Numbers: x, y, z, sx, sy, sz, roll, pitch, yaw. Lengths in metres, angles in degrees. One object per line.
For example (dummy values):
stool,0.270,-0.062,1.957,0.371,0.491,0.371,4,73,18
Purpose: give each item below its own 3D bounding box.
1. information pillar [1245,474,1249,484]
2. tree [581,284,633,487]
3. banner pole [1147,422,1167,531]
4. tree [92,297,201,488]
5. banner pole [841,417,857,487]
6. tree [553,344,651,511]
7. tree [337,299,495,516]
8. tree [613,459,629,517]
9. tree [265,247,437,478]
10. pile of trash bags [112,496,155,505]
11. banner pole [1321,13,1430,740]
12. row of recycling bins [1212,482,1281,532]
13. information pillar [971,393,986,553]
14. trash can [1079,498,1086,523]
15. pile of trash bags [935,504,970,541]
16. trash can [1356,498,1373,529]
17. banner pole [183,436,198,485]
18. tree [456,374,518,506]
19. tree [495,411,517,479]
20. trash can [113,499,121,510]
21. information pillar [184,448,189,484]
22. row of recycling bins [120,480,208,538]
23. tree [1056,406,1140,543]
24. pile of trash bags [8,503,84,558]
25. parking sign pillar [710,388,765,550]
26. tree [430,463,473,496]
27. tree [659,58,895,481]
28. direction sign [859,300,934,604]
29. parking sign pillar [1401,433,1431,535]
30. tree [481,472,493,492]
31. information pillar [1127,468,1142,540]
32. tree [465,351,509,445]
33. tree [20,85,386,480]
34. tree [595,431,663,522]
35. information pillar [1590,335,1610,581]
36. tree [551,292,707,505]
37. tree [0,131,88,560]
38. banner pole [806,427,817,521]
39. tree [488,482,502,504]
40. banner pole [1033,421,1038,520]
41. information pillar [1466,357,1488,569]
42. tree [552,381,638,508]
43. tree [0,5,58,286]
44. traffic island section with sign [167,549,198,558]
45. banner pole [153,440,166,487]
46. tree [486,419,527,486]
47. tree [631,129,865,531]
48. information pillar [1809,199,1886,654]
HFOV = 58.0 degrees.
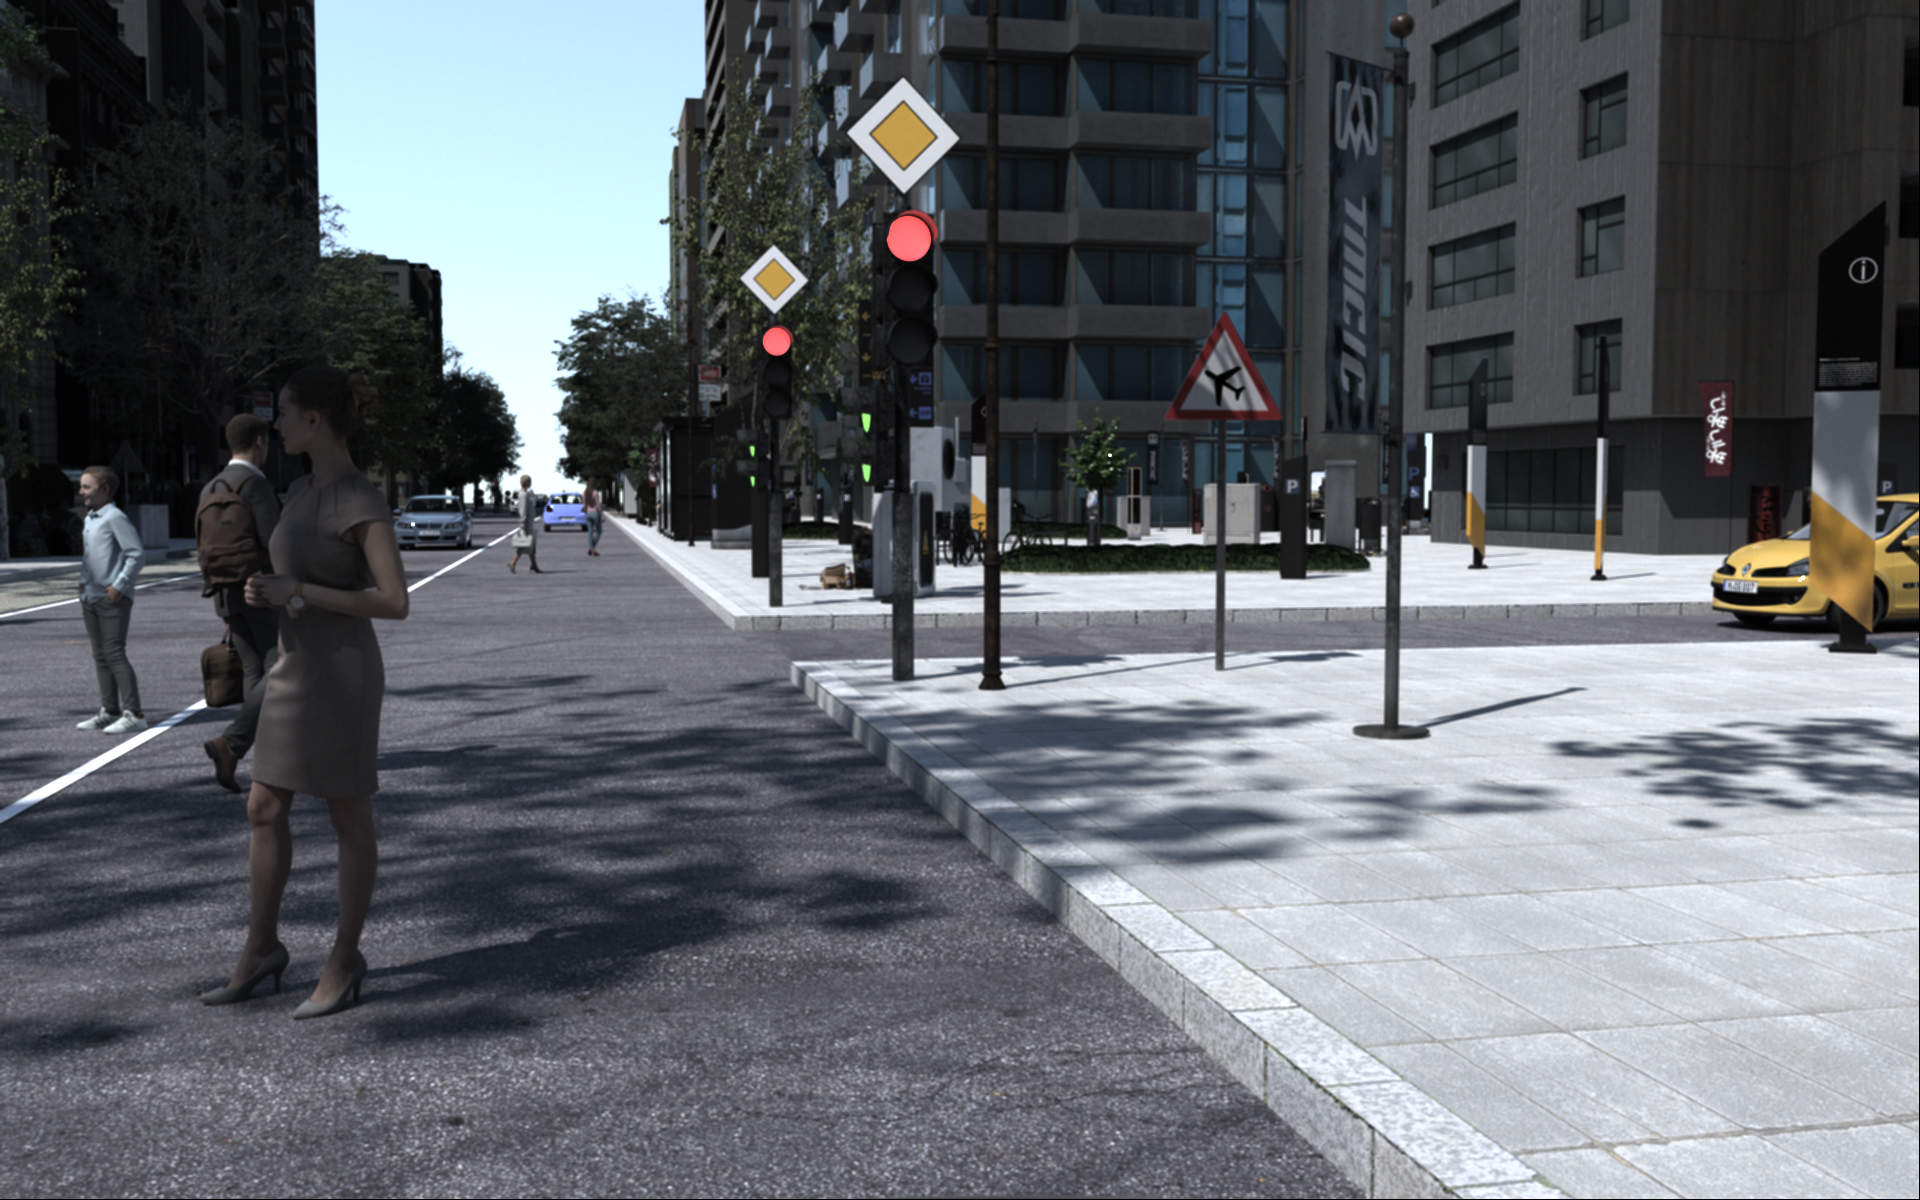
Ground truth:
information pillar,10.376,-3.590,63.194,0.304,2.012,0.304,1,4,16
tree,-10.576,-6.654,59.159,4.360,8.622,3.978,0,3,0
banner pole,6.824,-4.290,60.151,0.863,3.779,0.401,-2,4,-30
tree,-30.300,-6.975,64.404,4.360,8.622,3.978,0,3,0
banner pole,-3.622,-4.047,56.191,0.401,3.779,0.863,3,4,38
tree,-25.909,-13.080,130.857,9.611,12.733,9.660,0,3,0
tree,-33.566,-11.311,101.944,9.611,12.733,9.660,0,3,0
tree,-18.287,-6.157,95.266,1.663,3.219,1.824,0,3,0
tree,-28.356,-9.921,80.330,7.486,12.596,7.792,0,3,0
pile of trash bags,-21.611,-2.118,44.387,1.912,1.369,3.447,-1,4,-15
banner pole,2.130,-1.159,8.971,0.863,3.779,0.401,-3,5,-42
row of recycling bins,9.847,-3.151,58.638,3.534,1.692,1.069,-2,4,-27
information pillar,0.500,-2.833,37.668,0.504,3.616,0.183,0,4,5
trash can,4.696,-3.134,62.901,0.748,1.137,0.748,0,3,0
pile of trash bags,0.210,-2.324,47.743,1.912,1.369,3.447,-1,4,-19
trash can,14.845,-3.194,63.871,0.748,1.137,0.748,0,3,0
banner pole,-33.024,-5.158,74.347,0.863,3.779,0.401,1,4,16
tree,-51.480,-16.955,183.873,9.857,13.997,8.962,0,3,0
tree,-44.705,-14.576,155.322,9.611,12.733,9.660,0,3,0
trash can,-25.881,-2.559,53.496,0.748,1.137,0.748,0,3,0
information pillar,-36.773,-5.570,82.418,0.504,3.616,0.183,3,5,42
row of recycling bins,-22.638,-2.647,50.399,3.534,1.692,1.069,0,4,1
tree,3.045,-2.668,38.224,1.663,3.219,1.824,0,3,0
pile of trash bags,-19.807,-1.631,36.412,3.447,1.369,1.912,3,5,40
parking sign pillar,-5.139,-3.190,40.624,1.447,3.967,1.447,-2,4,-23
tree,-42.737,-9.895,145.494,4.285,4.588,4.351,0,3,0
tree,-3.048,-4.882,30.176,4.737,8.622,4.395,0,3,0
direction sign,-0.743,-1.731,20.300,0.876,3.537,0.379,0,4,-5
parking sign pillar,14.340,-4.035,54.451,1.447,3.967,1.447,1,4,20
tree,-58.900,-16.286,216.632,4.737,8.622,4.395,0,3,0
information pillar,4.842,-2.665,48.059,0.304,2.012,0.304,-1,4,-17
tree,-38.961,-13.404,129.524,12.009,13.543,11.850,0,3,0
tree,-22.669,-8.686,52.392,12.009,13.543,11.850,0,3,0
tree,-13.879,-5.903,80.227,4.285,4.588,4.351,0,3,0
information pillar,9.573,-2.107,25.811,0.183,3.616,0.504,2,4,29
tree,-20.650,-12.302,107.796,9.857,13.997,8.962,0,3,0
tree,-18.652,-5.065,33.167,4.737,8.622,4.395,0,3,0
banner pole,-5.526,-4.572,64.761,0.401,3.779,0.863,2,4,33
tree,-61.345,-14.312,228.603,1.663,3.219,1.824,0,3,0
banner pole,2.562,-4.217,58.960,0.401,3.779,0.863,1,4,11
information pillar,8.846,-2.340,29.617,0.504,3.616,0.183,-3,5,-43
tree,-31.347,-14.987,155.407,12.009,13.543,11.850,0,3,0
tree,-16.413,-5.994,23.763,9.928,11.665,9.643,0,3,0
traffic island section with sign,-16.852,-1.891,39.539,1.989,1.847,2.006,-1,4,-12
banner pole,-33.656,-5.064,72.808,0.863,3.779,0.401,1,4,22
tree,-63.851,-19.181,239.364,9.928,11.665,9.643,0,3,0
tree,-3.981,-5.224,35.774,4.360,8.622,3.978,0,3,0
information pillar,7.162,-1.383,13.970,0.504,3.616,0.183,2,4,24
